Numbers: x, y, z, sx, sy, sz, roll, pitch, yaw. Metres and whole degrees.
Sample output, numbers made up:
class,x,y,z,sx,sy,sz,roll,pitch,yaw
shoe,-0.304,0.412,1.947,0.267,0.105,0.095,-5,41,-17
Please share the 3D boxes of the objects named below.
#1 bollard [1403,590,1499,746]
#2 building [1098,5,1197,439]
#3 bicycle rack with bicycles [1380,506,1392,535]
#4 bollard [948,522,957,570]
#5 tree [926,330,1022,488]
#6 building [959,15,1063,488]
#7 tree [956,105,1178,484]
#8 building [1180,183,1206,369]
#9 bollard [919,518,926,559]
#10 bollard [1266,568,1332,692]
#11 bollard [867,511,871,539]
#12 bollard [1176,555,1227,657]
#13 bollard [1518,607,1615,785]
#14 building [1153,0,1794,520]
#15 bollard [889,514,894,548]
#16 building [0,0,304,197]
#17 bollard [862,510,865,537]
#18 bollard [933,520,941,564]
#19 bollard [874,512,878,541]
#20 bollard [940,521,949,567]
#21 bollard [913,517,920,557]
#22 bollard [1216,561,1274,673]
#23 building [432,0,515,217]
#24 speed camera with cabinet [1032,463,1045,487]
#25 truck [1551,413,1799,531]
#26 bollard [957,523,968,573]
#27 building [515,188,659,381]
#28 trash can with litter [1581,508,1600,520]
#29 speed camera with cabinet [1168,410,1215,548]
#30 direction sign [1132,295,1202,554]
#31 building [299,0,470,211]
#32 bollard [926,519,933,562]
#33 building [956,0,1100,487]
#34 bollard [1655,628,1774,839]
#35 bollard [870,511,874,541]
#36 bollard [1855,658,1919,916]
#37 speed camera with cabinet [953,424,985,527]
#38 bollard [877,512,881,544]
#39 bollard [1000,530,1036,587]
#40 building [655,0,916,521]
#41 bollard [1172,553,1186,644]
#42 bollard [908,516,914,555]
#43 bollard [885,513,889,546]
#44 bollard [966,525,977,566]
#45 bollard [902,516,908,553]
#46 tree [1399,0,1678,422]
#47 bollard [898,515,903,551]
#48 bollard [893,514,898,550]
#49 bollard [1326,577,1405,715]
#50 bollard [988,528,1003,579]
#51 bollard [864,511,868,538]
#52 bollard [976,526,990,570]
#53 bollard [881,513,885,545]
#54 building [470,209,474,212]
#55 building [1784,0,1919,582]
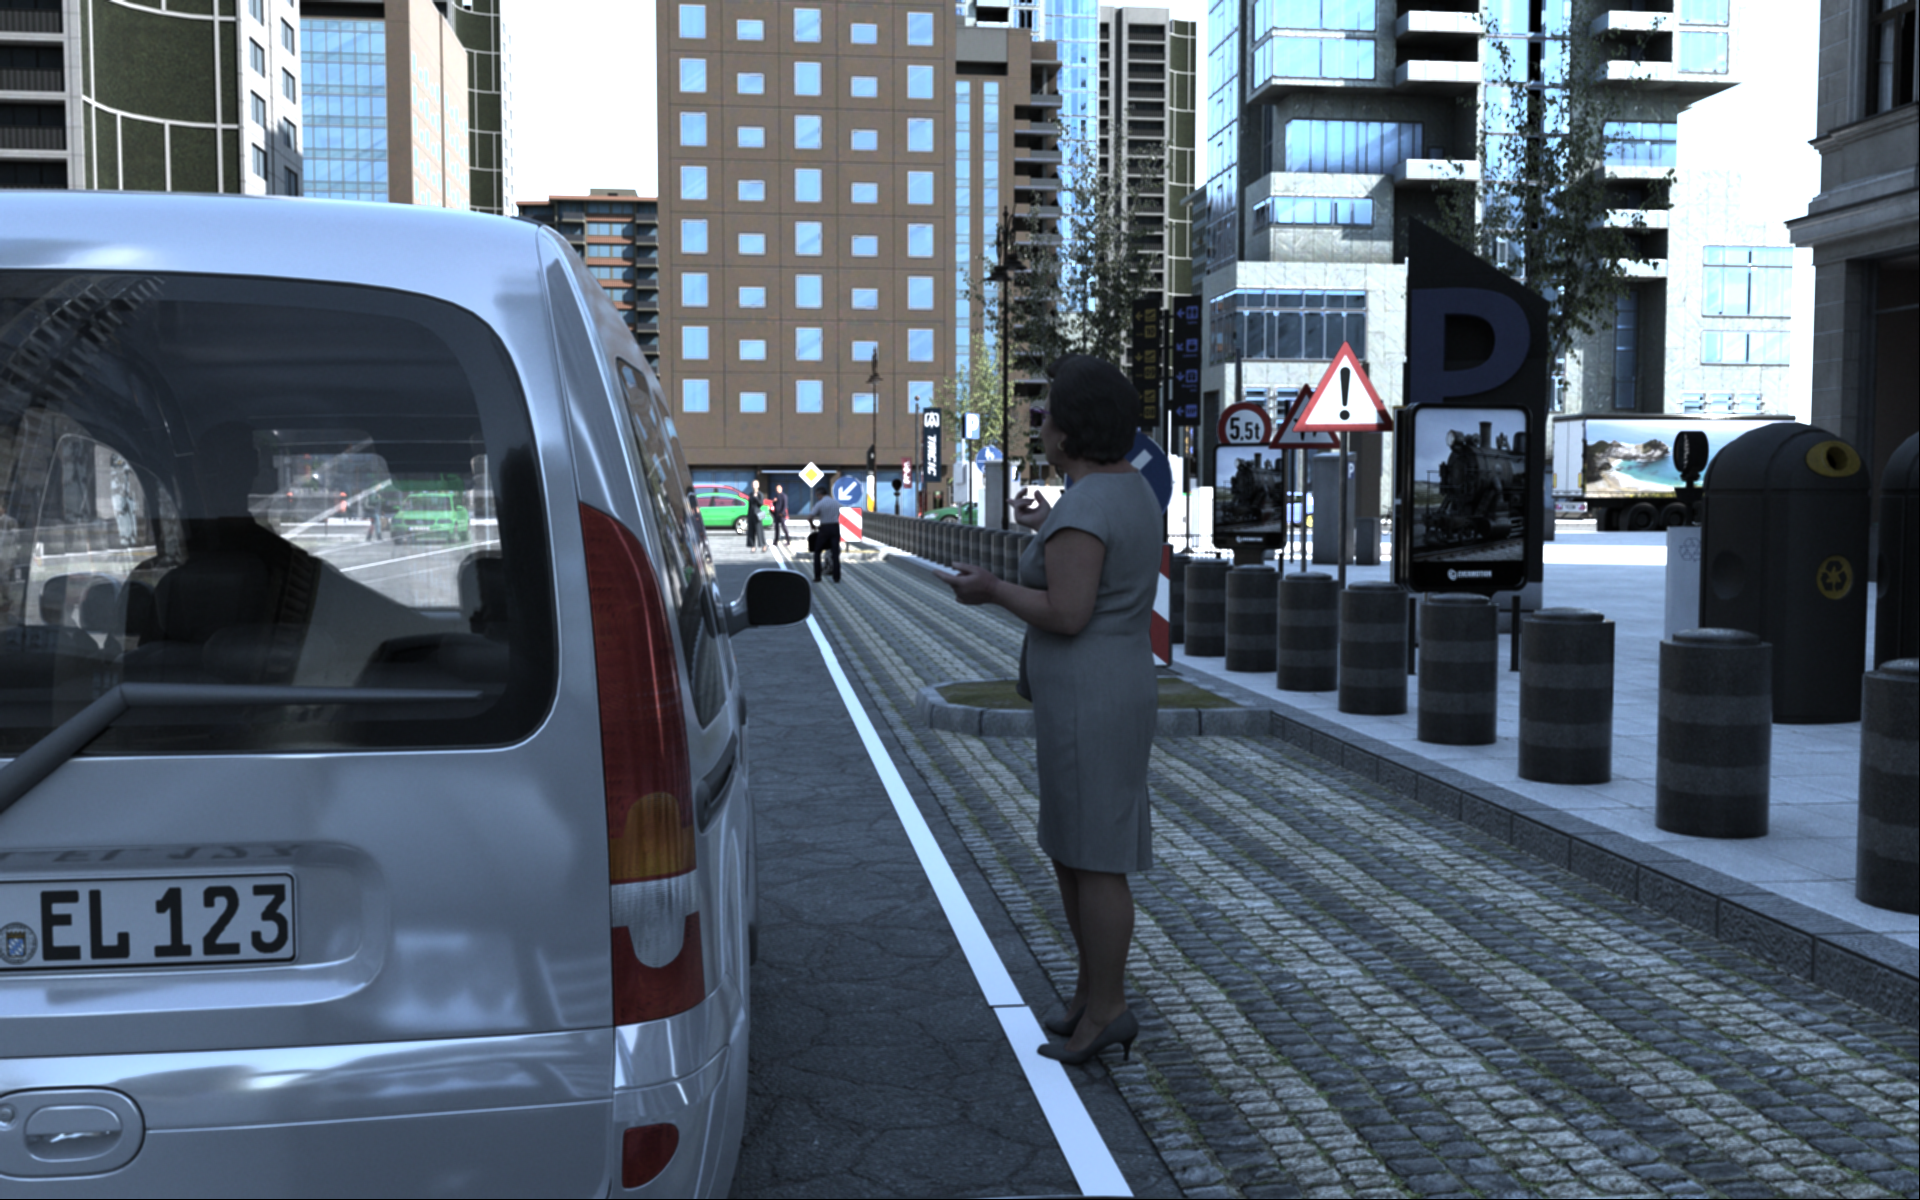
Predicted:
class,x,y,z,sx,sy,sz,roll,pitch,yaw
bollard,2.587,0.349,9.003,0.404,0.777,0.398,0,3,0
building,24.583,-50.121,257.730,20.611,71.187,20.563,0,4,-7
bicycle rack with bicycles,14.311,-2.504,54.329,2.925,0.926,2.852,-3,4,-38
bollard,0.061,-0.894,29.340,0.404,0.777,0.398,0,3,0
tree,0.923,-7.741,76.931,4.737,8.622,4.395,0,3,0
building,1.467,-31.445,164.229,14.600,45.320,14.200,0,4,-7
tree,2.289,-5.062,33.129,4.360,8.622,3.978,0,3,0
building,38.743,-30.659,193.149,23.993,40.220,32.217,0,4,-7
bollard,-0.531,-1.187,34.126,0.404,0.777,0.398,0,3,0
bollard,2.290,0.203,11.399,0.404,0.777,0.398,0,3,0
bollard,-2.311,-2.065,48.472,0.404,0.777,0.398,0,3,0
bollard,1.992,0.056,13.809,0.404,0.777,0.398,0,3,0
bollard,2.732,0.422,7.810,0.404,0.777,0.398,0,3,0
building,27.023,-47.897,95.781,31.000,86.520,22.319,0,4,-7
bollard,-1.420,-1.626,41.303,0.404,0.777,0.398,0,3,0
building,-46.886,-39.730,87.832,20.611,71.187,20.563,0,4,-7
bollard,-2.606,-2.211,50.865,0.404,0.777,0.398,0,3,0
bollard,-0.233,-1.041,31.730,0.404,0.777,0.398,0,3,0
bollard,-2.013,-1.919,46.084,0.404,0.777,0.398,0,3,0
bollard,-0.085,-0.968,30.536,0.404,0.777,0.398,0,3,0
bollard,-0.681,-1.261,35.327,0.404,0.777,0.398,0,3,0
bollard,2.137,0.128,12.616,0.404,0.777,0.398,0,3,0
building,-74.915,-49.402,245.978,20.611,71.187,20.563,0,4,-7
speed camera with cabinet,4.537,-7.138,111.046,0.660,3.252,2.038,-3,5,-41
truck,27.043,-4.469,61.975,11.283,4.237,2.839,0,4,-7
bollard,0.212,-0.821,28.148,0.404,0.777,0.398,0,3,0
building,-50.436,-36.439,250.408,28.867,44.769,22.147,0,4,-7
trash can with litter,31.729,-4.622,86.954,0.624,1.170,1.055,-3,5,-43
speed camera with cabinet,5.571,-2.876,41.351,2.038,3.252,0.660,-1,4,-11
direction sign,2.378,-1.715,20.035,0.876,3.537,0.379,2,4,35
building,-53.095,-31.130,159.085,14.600,45.320,14.200,0,4,-7
bollard,-0.381,-1.114,32.924,0.404,0.777,0.398,0,3,0
building,3.244,-53.474,186.977,22.319,86.520,31.000,0,4,-7
bollard,2.878,0.496,6.611,0.404,0.777,0.398,0,3,0
bollard,-2.165,-1.992,47.279,0.404,0.777,0.398,0,3,0
bollard,3.033,0.569,5.409,0.404,0.777,0.398,0,3,0
speed camera with cabinet,0.667,-3.326,48.720,0.660,3.252,2.038,-3,5,-41
bollard,-1.867,-1.845,44.886,0.404,0.777,0.398,0,3,0
bollard,0.802,-0.530,23.378,0.404,0.777,0.398,0,3,0
building,-8.092,-26.843,88.990,14.200,45.320,14.600,0,4,-7
bollard,1.844,-0.017,15.002,0.404,0.777,0.398,0,3,0
bollard,-0.832,-1.333,36.519,0.404,0.777,0.398,0,3,0
bollard,-1.571,-1.699,42.495,0.404,0.777,0.398,0,3,0
bollard,0.358,-0.749,26.955,0.404,0.777,0.398,0,3,0
bollard,-0.981,-1.407,37.725,0.404,0.777,0.398,0,3,0
tree,8.489,-4.603,25.624,4.360,8.622,3.978,0,3,0
bollard,-1.125,-1.480,38.918,0.404,0.777,0.398,0,3,0
bollard,-1.274,-1.553,40.111,0.404,0.777,0.398,0,3,0
bollard,2.436,0.276,10.206,0.404,0.777,0.398,0,3,0
bollard,0.653,-0.603,24.570,0.404,0.777,0.398,0,3,0
bollard,-2.462,-2.137,49.664,0.404,0.777,0.398,0,3,0
bollard,0.507,-0.676,25.763,0.404,0.777,0.398,0,3,0
bollard,-1.719,-1.772,43.688,0.404,0.777,0.398,0,3,0
building,-54.452,-24.581,173.606,14.160,30.474,14.107,0,4,-7
building,17.306,-10.645,24.952,10.553,20.767,40.483,0,4,-7
